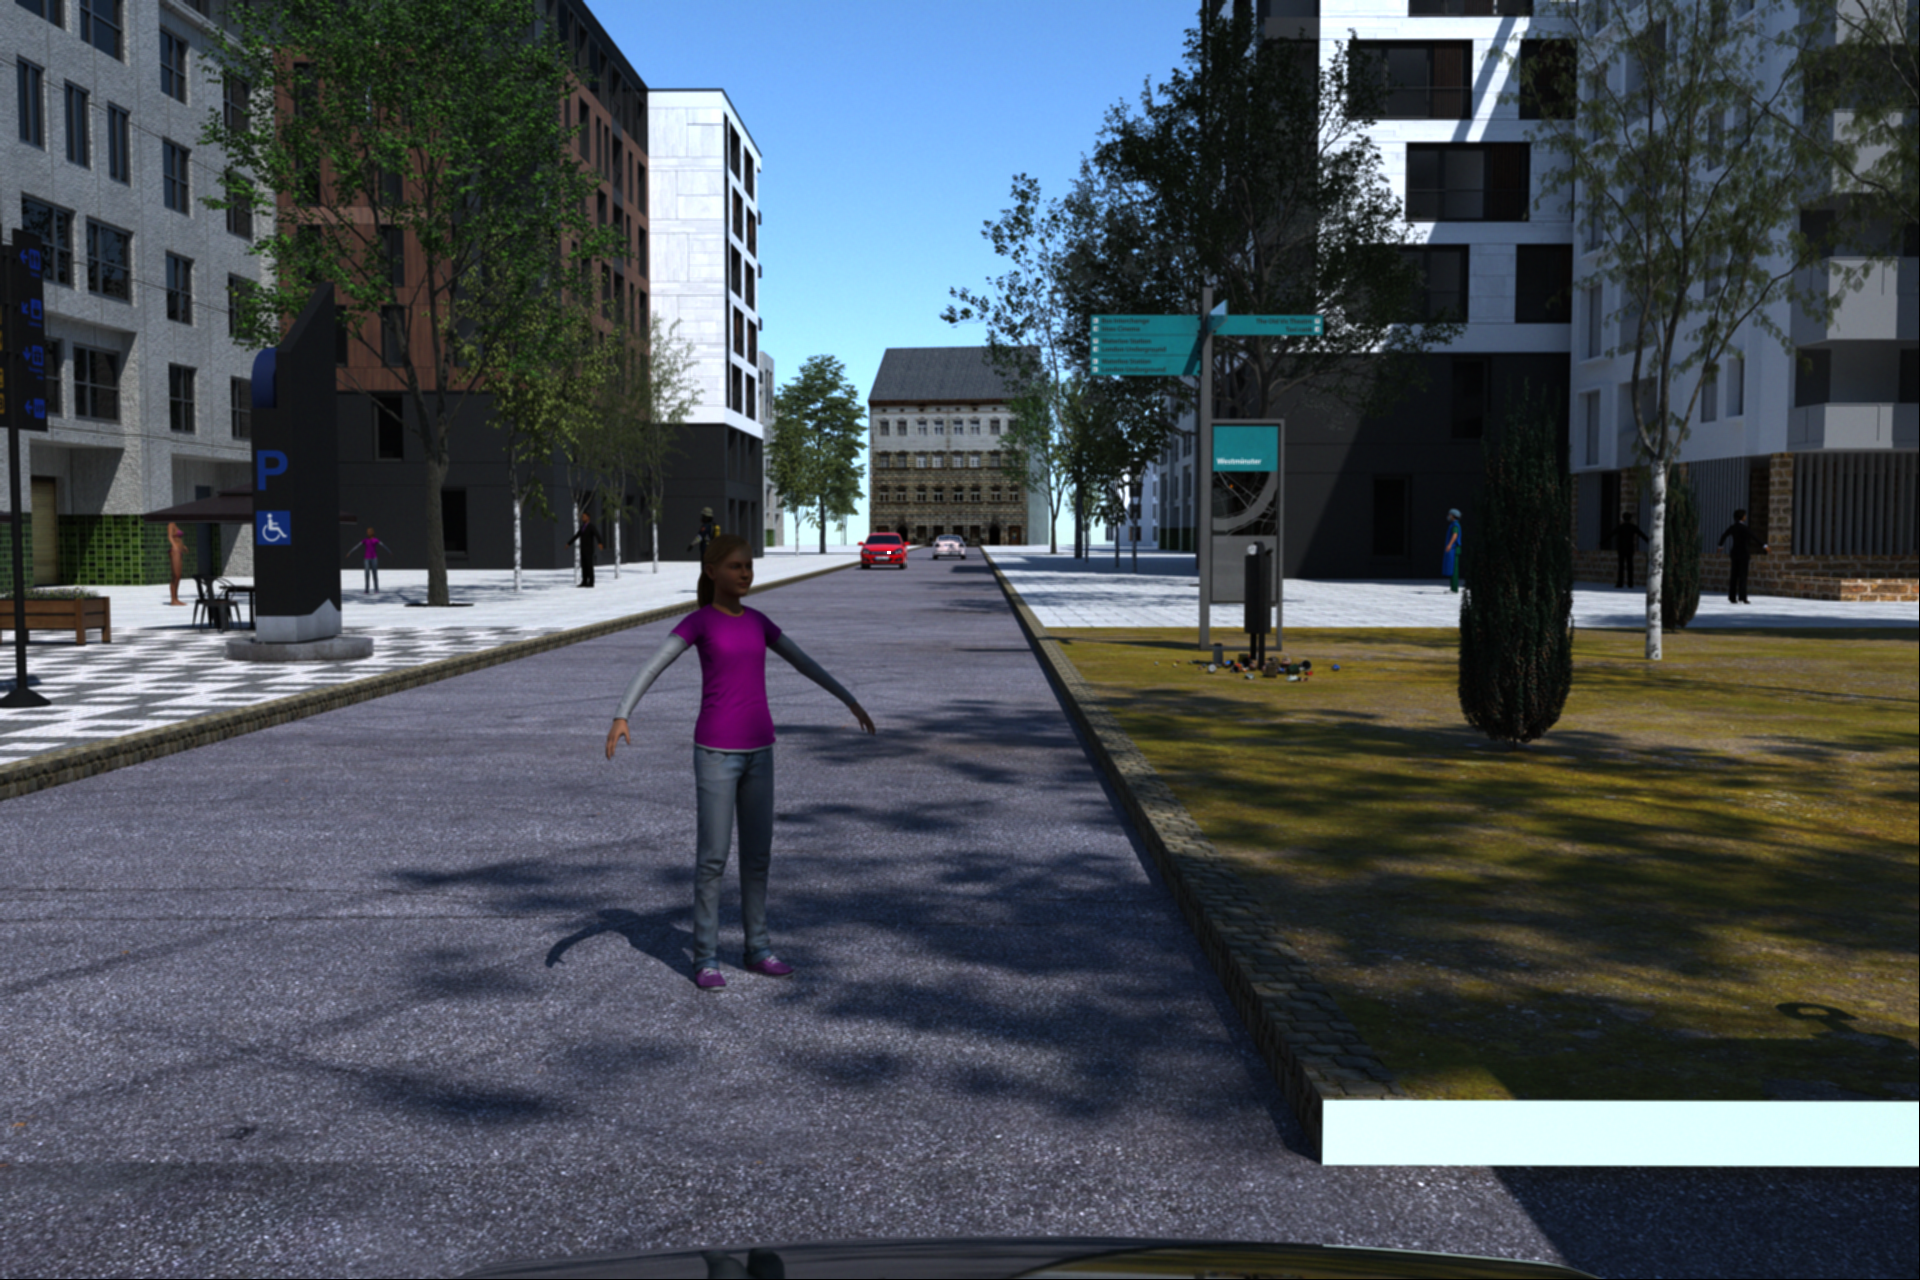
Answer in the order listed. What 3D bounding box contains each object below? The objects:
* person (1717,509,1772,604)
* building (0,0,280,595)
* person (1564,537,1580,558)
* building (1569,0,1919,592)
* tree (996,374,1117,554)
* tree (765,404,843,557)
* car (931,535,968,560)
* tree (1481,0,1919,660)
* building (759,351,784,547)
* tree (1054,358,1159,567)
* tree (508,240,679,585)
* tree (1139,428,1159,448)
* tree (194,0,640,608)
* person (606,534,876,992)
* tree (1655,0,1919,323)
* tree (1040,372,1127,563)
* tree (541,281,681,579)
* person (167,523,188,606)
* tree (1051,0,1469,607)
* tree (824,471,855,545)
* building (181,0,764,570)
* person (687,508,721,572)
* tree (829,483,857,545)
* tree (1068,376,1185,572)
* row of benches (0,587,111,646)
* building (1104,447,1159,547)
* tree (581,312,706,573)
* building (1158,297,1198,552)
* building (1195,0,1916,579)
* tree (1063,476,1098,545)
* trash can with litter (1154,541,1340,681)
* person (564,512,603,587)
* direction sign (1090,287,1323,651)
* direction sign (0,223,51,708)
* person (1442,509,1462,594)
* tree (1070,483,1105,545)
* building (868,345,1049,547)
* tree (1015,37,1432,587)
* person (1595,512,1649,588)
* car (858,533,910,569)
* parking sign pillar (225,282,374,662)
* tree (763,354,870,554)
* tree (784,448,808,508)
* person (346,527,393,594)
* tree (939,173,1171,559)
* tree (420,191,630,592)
[{"bbox_3d":[14.473,-1.547,32.020,0.721,1.740,1.216,-1,4,-22],"label":"person"},{"bbox_3d":[-28.656,-10.353,35.732,16.747,18.905,31.486,0,3,0],"label":"building"},{"bbox_3d":[9.162,-1.311,27.566,1.348,1.813,0.705,1,4,14],"label":"person"},{"bbox_3d":[21.666,-11.541,45.121,16.016,20.090,11.380,0,3,0],"label":"building"},{"bbox_3d":[6.034,-11.219,109.189,9.928,11.665,9.643,0,3,0],"label":"tree"},{"bbox_3d":[-9.035,-9.018,97.812,4.737,8.622,4.395,0,3,0],"label":"tree"},{"bbox_3d":[-0.601,-5.232,97.898,2.083,1.381,4.827,0,4,0],"label":"car"},{"bbox_3d":[6.865,-4.106,17.500,4.360,8.622,3.978,0,3,0],"label":"tree"},{"bbox_3d":[-27.329,-18.424,167.689,16.747,18.905,31.486,0,4,1],"label":"building"},{"bbox_3d":[5.863,-7.119,66.753,4.737,8.622,4.395,0,3,0],"label":"tree"},{"bbox_3d":[-9.882,-5.726,43.985,4.360,8.622,3.978,0,3,0],"label":"tree"},{"bbox_3d":[22.930,-17.581,197.824,12.009,13.543,11.850,0,3,0],"label":"tree"},{"bbox_3d":[-9.330,-6.406,30.500,9.928,11.665,9.643,0,3,0],"label":"tree"},{"bbox_3d":[-0.689,0.380,5.505,0.991,1.433,0.599,-3,5,-40],"label":"person"},{"bbox_3d":[7.942,-3.798,12.454,4.360,8.622,3.978,0,3,0],"label":"tree"},{"bbox_3d":[5.657,-7.767,77.346,4.737,8.622,4.395,0,3,0],"label":"tree"},{"bbox_3d":[-9.629,-6.074,49.679,4.360,8.622,3.978,0,3,0],"label":"tree"},{"bbox_3d":[-14.045,-1.491,31.189,0.721,1.733,1.217,-1,4,-17],"label":"person"},{"bbox_3d":[5.087,-5.860,30.218,7.601,10.594,8.767,0,4,2],"label":"tree"},{"bbox_3d":[-13.525,-14.951,194.802,4.737,8.622,4.395,0,3,0],"label":"tree"},{"bbox_3d":[-24.830,-14.304,77.851,27.936,21.610,32.646,0,4,1],"label":"building"},{"bbox_3d":[-5.546,-1.965,37.908,0.705,1.856,1.354,1,4,20],"label":"person"},{"bbox_3d":[-13.177,-15.387,201.939,4.360,8.622,3.978,0,3,0],"label":"tree"},{"bbox_3d":[5.805,-6.590,58.104,4.737,8.622,4.395,0,3,0],"label":"tree"},{"bbox_3d":[-11.898,-0.287,20.152,4.104,0.672,1.422,0,4,2],"label":"row of benches"},{"bbox_3d":[20.100,-14.261,175.307,9.099,9.664,28.070,0,4,1],"label":"building"},{"bbox_3d":[-9.780,-6.503,56.682,4.360,8.622,3.978,0,3,0],"label":"tree"},{"bbox_3d":[24.763,-16.034,128.616,16.747,18.905,31.486,0,4,1],"label":"building"},{"bbox_3d":[22.556,-13.509,64.846,27.936,21.610,32.646,0,4,0],"label":"building"},{"bbox_3d":[14.062,-15.242,199.571,4.737,8.622,4.395,0,3,0],"label":"tree"},{"bbox_3d":[2.725,-0.310,16.119,1.678,1.210,2.233,0,4,1],"label":"trash can with litter"},{"bbox_3d":[-9.007,-2.169,41.687,1.346,1.802,0.704,3,4,38],"label":"person"},{"bbox_3d":[2.685,-1.808,18.328,2.525,3.948,1.411,0,4,-1],"label":"direction sign"},{"bbox_3d":[-6.996,-1.273,12.819,0.379,3.537,0.876,0,4,1],"label":"direction sign"},{"bbox_3d":[10.540,-1.895,37.108,0.704,1.817,1.347,1,4,17],"label":"person"},{"bbox_3d":[14.364,-14.965,195.043,4.737,8.622,4.395,0,3,0],"label":"tree"},{"bbox_3d":[0.284,-22.534,201.823,18.063,23.208,19.493,1,4,10],"label":"building"},{"bbox_3d":[6.344,-8.059,42.128,12.009,13.543,11.850,0,3,0],"label":"tree"},{"bbox_3d":[15.843,-2.143,41.229,1.347,1.806,0.705,0,4,4],"label":"person"},{"bbox_3d":[-3.114,-3.815,71.410,2.155,1.783,4.494,0,3,0],"label":"car"},{"bbox_3d":[-6.876,-1.803,17.946,1.447,3.967,1.447,0,3,0],"label":"parking sign pillar"},{"bbox_3d":[-9.037,-11.712,109.623,7.486,12.596,7.792,0,3,0],"label":"tree"},{"bbox_3d":[-21.865,-17.514,196.716,12.009,13.543,11.850,0,3,0],"label":"tree"},{"bbox_3d":[-12.567,-1.690,36.897,0.991,1.433,0.599,0,4,-4],"label":"person"},{"bbox_3d":[5.497,-14.395,91.245,12.611,20.169,13.585,0,3,0],"label":"tree"},{"bbox_3d":[-9.527,-5.363,38.049,4.737,8.622,4.395,0,3,0],"label":"tree"}]
